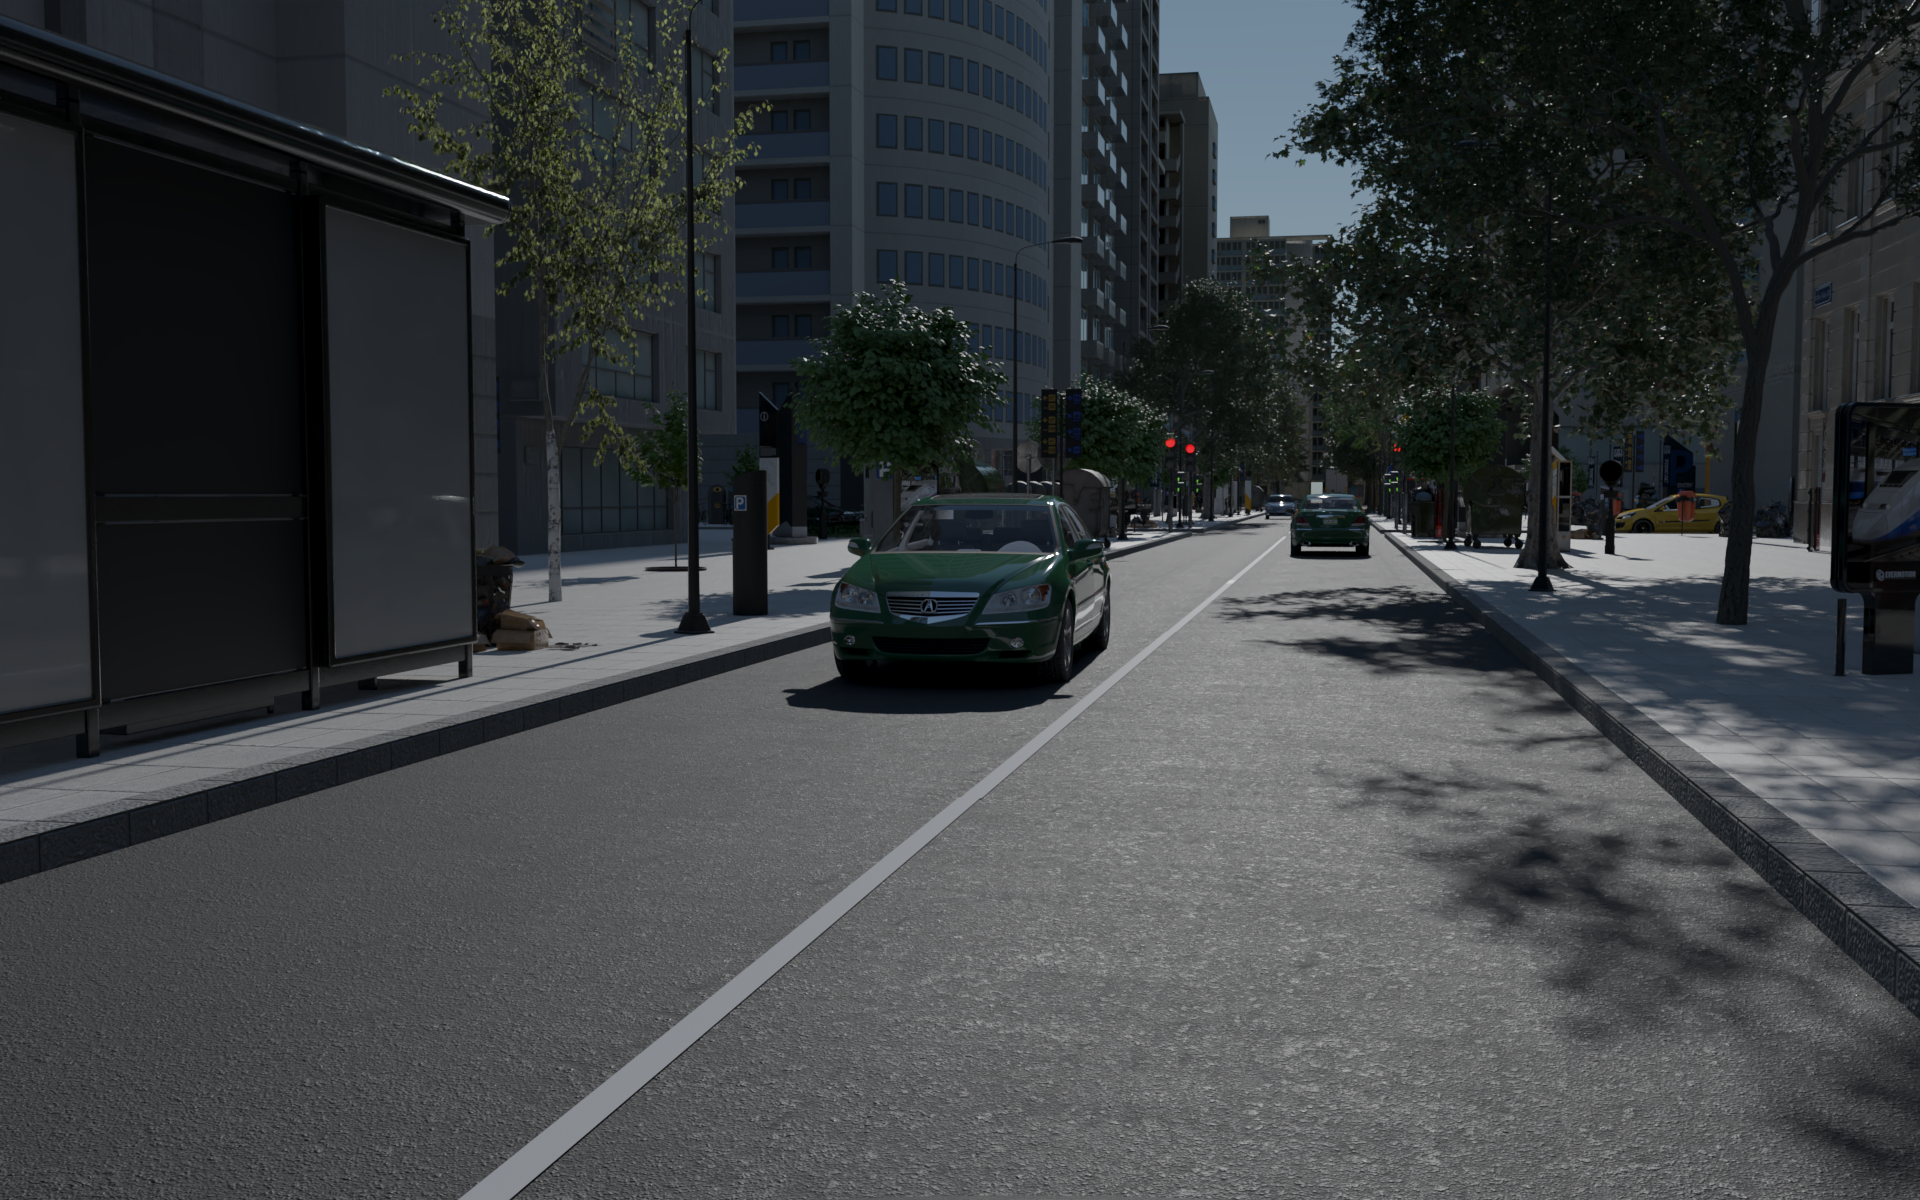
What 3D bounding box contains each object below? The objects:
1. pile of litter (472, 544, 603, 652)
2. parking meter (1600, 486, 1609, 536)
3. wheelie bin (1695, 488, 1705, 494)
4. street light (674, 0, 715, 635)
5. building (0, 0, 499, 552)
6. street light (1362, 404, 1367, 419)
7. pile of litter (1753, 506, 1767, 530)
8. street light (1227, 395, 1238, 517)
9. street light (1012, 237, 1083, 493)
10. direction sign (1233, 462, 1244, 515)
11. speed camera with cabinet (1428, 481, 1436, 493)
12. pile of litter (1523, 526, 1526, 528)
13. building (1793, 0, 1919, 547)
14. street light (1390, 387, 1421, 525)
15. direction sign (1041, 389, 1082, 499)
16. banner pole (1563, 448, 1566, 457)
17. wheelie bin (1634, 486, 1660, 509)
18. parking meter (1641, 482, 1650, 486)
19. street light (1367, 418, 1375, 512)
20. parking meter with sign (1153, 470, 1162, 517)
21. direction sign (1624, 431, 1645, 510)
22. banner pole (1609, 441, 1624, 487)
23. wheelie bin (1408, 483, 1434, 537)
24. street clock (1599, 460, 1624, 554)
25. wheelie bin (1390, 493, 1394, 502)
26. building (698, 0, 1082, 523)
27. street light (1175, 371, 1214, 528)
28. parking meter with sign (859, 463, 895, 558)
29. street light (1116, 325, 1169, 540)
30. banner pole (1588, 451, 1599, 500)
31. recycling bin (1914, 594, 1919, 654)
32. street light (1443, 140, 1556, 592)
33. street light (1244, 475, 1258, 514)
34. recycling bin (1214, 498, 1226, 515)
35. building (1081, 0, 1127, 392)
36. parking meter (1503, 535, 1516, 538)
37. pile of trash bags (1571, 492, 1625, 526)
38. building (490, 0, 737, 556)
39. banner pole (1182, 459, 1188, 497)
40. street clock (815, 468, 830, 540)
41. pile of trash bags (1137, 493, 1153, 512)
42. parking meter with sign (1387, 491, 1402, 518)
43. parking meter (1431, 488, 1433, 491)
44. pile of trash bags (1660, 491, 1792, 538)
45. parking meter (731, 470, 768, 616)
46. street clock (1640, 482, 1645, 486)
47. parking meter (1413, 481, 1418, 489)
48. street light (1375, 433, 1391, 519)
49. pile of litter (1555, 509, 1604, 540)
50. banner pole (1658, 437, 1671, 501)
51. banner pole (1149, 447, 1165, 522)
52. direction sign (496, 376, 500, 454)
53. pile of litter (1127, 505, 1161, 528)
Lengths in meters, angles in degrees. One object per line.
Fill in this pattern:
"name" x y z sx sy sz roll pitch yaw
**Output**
"pile of litter" -3.926 -0.027 14.400 1.719 0.858 1.176 1 4 10
"parking meter" 19.952 -2.754 53.442 0.372 1.533 0.369 0 3 0
"wheelie bin" 38.187 -5.000 89.651 0.980 1.594 0.693 3 4 36
"street light" -1.923 -2.638 15.670 1.470 5.913 1.316 1 4 12
"building" -20.349 -28.842 13.574 21.231 58.520 28.212 1 4 12
"street light" 21.444 -7.100 88.620 1.470 5.913 1.316 1 4 12
"pile of litter" 30.515 -3.132 65.174 1.176 0.858 1.719 1 4 13
"street light" 12.351 -6.647 81.223 1.470 5.913 1.316 1 4 12
"street light" 1.535 -3.609 31.543 1.470 5.913 1.316 1 4 12
"direction sign" 16.838 -6.891 104.668 0.379 3.537 0.876 -3 4 -37
"speed camera with cabinet" 20.296 -4.905 74.526 0.660 3.252 2.038 0 4 5
"pile of litter" 22.296 -3.187 66.078 1.719 0.858 1.176 2 4 30
"building" 24.800 -14.332 31.599 12.463 27.353 25.104 1 4 12
"street light" 10.792 -4.120 39.899 1.470 5.913 1.316 1 4 12
"direction sign" 2.184 -2.775 37.365 0.876 3.537 0.379 1 4 10
"banner pole" 32.538 -6.325 93.438 0.401 3.779 0.863 2 4 26
"wheelie bin" 27.540 -3.757 69.342 0.980 1.594 0.693 0 4 -7
"parking meter" 33.872 -4.884 85.570 0.399 1.863 0.255 3 5 40
"street light" 17.930 -6.130 72.759 1.470 5.913 1.316 1 4 12
"parking meter with sign" 11.356 -6.310 99.423 0.543 3.016 1.738 1 4 10
"direction sign" 24.183 -4.293 62.188 0.876 3.537 0.379 -1 4 -21
"banner pole" 30.132 -5.488 79.750 0.863 3.779 0.401 3 5 43
"wheelie bin" 13.729 -2.659 51.389 0.693 1.594 0.980 -1 4 -13
"street clock" 13.923 -1.987 37.054 0.471 2.002 0.358 2 4 30
"wheelie bin" 27.688 -6.258 110.219 0.980 1.594 0.693 -3 5 -42
"building" -6.123 -33.462 89.099 21.231 58.520 28.212 1 4 12
"street light" 8.855 -5.676 65.337 1.470 5.913 1.316 1 4 12
"parking meter with sign" -1.382 -2.083 30.312 0.543 3.016 1.738 -1 4 -19
"street light" 5.058 -4.611 47.924 1.470 5.913 1.316 1 4 12
"banner pole" 36.924 -6.785 100.951 0.401 3.779 0.863 -2 4 -33
"recycling bin" 7.943 -0.095 14.112 0.722 1.027 0.722 -2 4 -29
"street light" 7.162 -3.075 22.824 1.470 5.913 1.316 1 4 12
"street light" 15.752 -7.619 97.110 1.470 5.913 1.316 1 4 12
"recycling bin" 16.422 -5.909 109.164 0.722 1.027 0.722 -2 4 -28
"building" 0.092 -30.983 126.174 23.786 49.044 30.456 1 4 12
"parking meter" 15.897 -2.717 50.130 0.399 1.863 0.255 1 4 12
"pile of trash bags" 25.985 -3.691 70.101 1.912 1.369 3.447 0 4 -1
"building" -13.566 -21.955 42.567 14.086 41.232 14.154 1 4 12
"banner pole" 14.265 -7.304 109.438 0.863 3.779 0.401 -1 4 -22
"street clock" -3.877 -2.713 48.921 0.358 2.002 0.471 -2 4 -32
"pile of trash bags" 12.528 -6.853 121.803 1.912 1.369 3.447 0 4 1
"parking meter with sign" 23.733 -5.941 93.397 1.738 3.016 0.543 -3 5 -41
"parking meter" 19.211 -3.831 71.055 0.372 1.533 0.369 0 3 0
"pile of trash bags" 23.200 -2.586 52.040 1.912 1.369 3.447 -3 5 -43
"parking meter" -2.225 -0.608 18.349 0.372 1.533 0.369 0 3 0
"street clock" 41.763 -6.202 105.978 0.358 2.002 0.471 0 4 7
"parking meter" 19.058 -4.063 72.139 0.399 1.863 0.255 -3 5 -41
"street light" 14.280 -5.098 55.900 1.470 5.913 1.316 1 4 12
"pile of litter" 17.765 -2.160 49.286 1.176 0.858 1.719 2 4 32
"banner pole" 29.984 -5.125 73.808 0.863 3.779 0.401 -2 4 -26
"banner pole" 9.208 -5.533 80.483 0.863 3.779 0.401 2 4 26
"direction sign" -9.068 -2.510 33.034 0.379 3.537 0.876 2 4 26
"pile of litter" 6.964 -3.152 65.500 1.719 0.858 1.176 3 4 38
